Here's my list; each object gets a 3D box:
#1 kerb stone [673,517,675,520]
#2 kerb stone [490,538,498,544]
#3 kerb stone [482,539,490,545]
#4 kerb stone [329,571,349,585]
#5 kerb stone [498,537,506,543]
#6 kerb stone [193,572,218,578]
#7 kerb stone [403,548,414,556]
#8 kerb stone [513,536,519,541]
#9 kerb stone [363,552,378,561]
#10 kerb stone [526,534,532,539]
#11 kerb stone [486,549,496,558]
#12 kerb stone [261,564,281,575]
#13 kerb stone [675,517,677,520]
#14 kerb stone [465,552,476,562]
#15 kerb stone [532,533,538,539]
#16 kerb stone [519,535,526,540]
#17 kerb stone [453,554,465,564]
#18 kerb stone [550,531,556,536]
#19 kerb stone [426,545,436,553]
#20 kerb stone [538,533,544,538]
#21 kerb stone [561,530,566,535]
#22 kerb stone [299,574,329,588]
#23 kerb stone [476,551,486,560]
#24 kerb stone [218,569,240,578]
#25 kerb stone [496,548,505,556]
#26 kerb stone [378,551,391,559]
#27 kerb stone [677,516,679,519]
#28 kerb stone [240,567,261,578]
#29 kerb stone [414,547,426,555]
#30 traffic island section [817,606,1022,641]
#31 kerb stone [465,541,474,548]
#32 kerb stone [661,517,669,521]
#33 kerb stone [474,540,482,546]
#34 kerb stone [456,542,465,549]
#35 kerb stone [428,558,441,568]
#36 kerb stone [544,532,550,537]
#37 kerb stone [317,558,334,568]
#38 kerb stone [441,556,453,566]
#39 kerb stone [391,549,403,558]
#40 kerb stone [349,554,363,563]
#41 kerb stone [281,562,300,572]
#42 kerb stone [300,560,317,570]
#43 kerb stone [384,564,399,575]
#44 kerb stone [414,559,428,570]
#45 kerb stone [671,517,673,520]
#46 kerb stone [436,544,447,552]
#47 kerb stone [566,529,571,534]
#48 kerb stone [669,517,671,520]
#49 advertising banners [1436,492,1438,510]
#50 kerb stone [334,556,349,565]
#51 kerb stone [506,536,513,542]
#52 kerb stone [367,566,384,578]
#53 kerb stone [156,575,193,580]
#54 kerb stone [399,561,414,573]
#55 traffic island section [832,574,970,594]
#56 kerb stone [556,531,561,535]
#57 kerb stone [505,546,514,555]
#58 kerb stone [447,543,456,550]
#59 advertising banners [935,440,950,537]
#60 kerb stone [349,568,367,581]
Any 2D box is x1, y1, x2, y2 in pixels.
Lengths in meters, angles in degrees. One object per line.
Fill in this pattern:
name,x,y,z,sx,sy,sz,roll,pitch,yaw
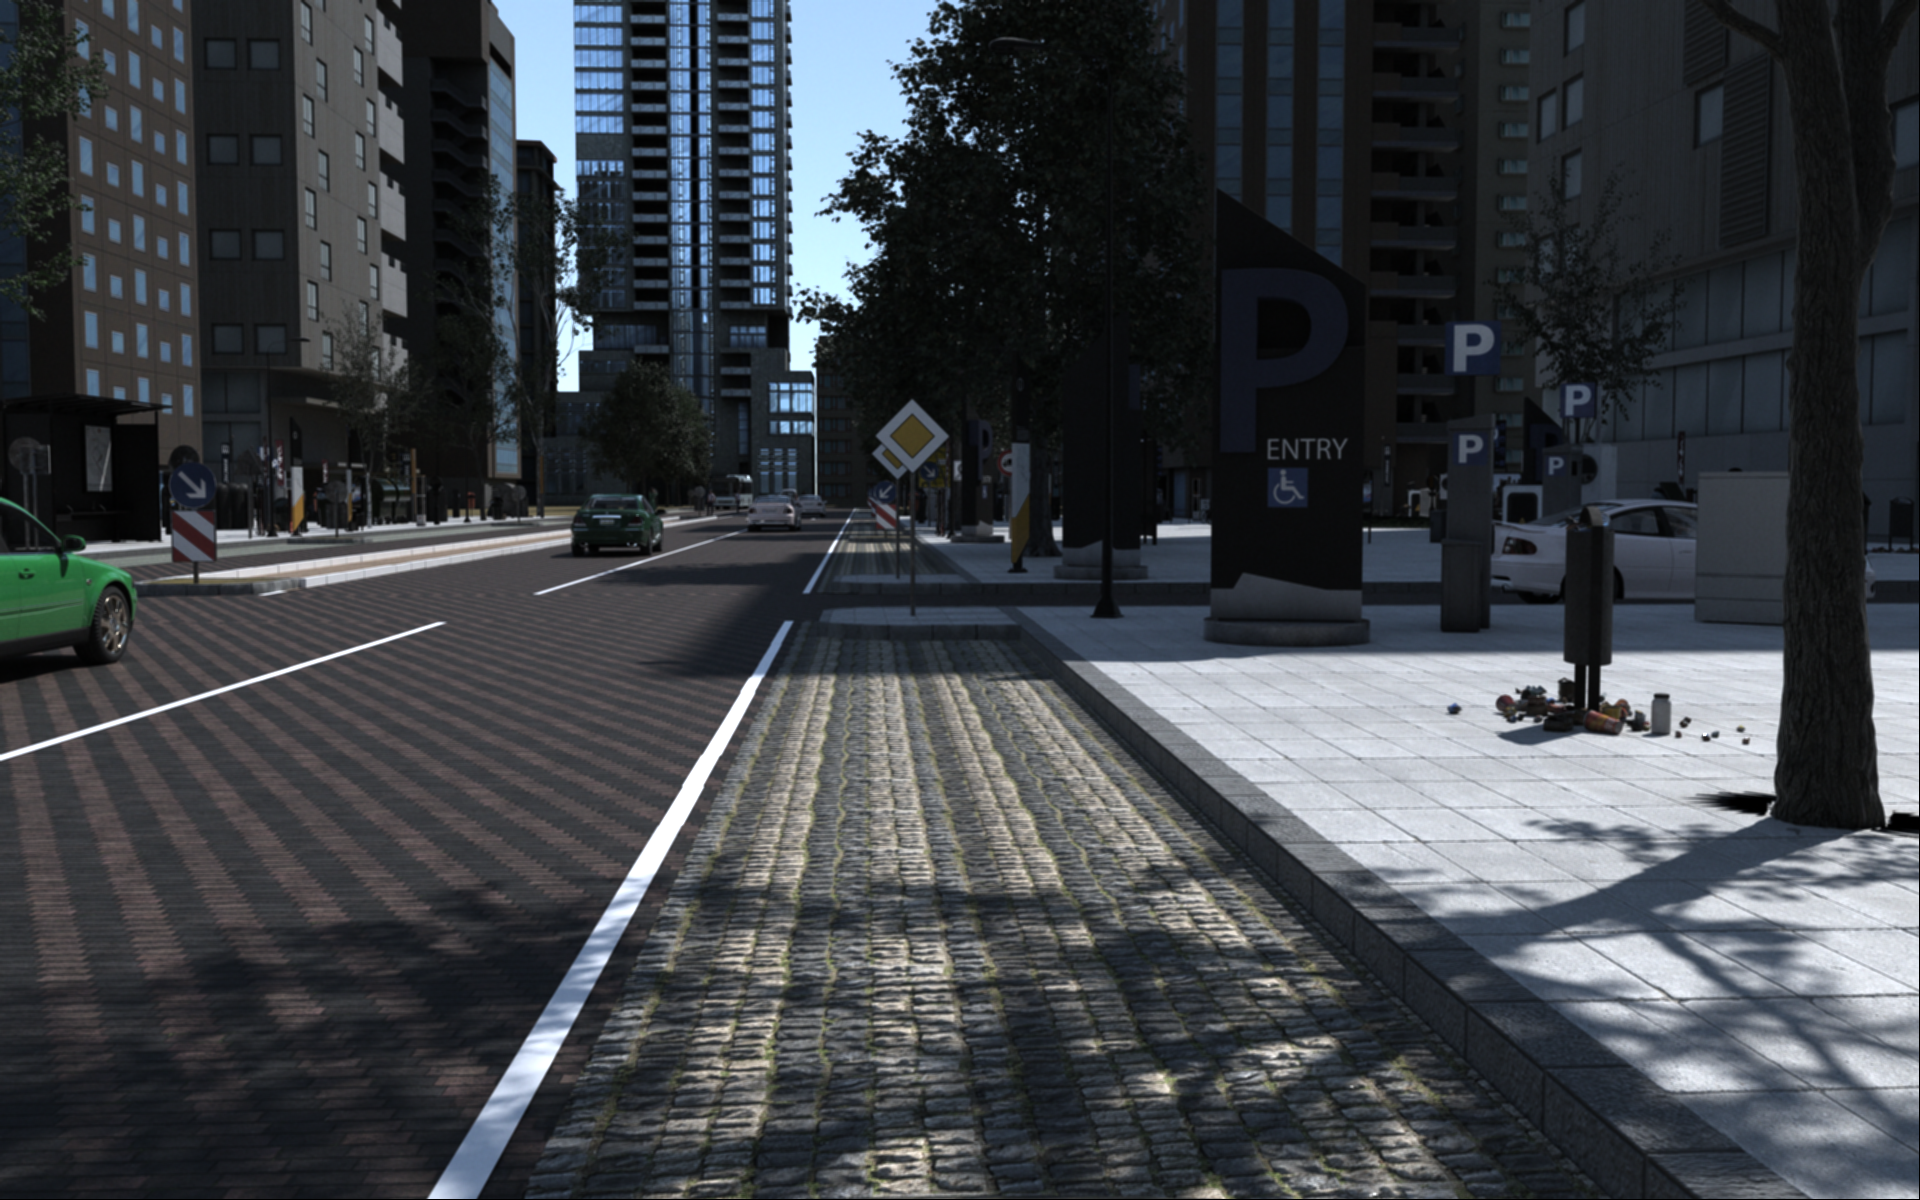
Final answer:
kerb stone,-15.926,-4.468,95.244,0.120,0.150,1.000,0,4,-3
kerb stone,-13.364,-1.649,49.208,0.120,0.150,1.000,0,4,-3
kerb stone,-13.310,-1.587,48.184,0.120,0.150,1.000,0,4,-3
kerb stone,-10.066,-0.343,27.808,0.120,0.150,1.000,0,4,-3
kerb stone,-13.418,-1.715,50.229,0.120,0.150,1.000,0,4,-3
kerb stone,-12.164,-0.336,27.706,0.120,0.150,1.000,0,4,-3
kerb stone,-12.854,-1.088,39.989,0.120,0.150,1.000,0,4,-3
kerb stone,-13.538,-1.836,52.270,0.120,0.150,1.000,0,4,-3
kerb stone,-12.669,-0.901,36.920,0.120,0.150,1.000,0,4,-3
kerb stone,-13.648,-1.964,54.311,0.120,0.150,1.000,0,4,-3
kerb stone,-10.696,-1.032,39.073,0.120,0.150,1.000,0,4,-3
kerb stone,-12.344,-0.518,30.768,0.120,0.150,1.000,0,4,-3
kerb stone,-15.976,-4.526,96.275,0.120,0.150,1.000,0,4,-3
kerb stone,-10.578,-0.907,37.018,0.120,0.150,1.000,0,4,-3
kerb stone,-13.704,-2.027,55.333,0.120,0.150,1.000,0,4,-3
kerb stone,-13.587,-1.895,53.291,0.120,0.150,1.000,0,4,-3
kerb stone,-10.520,-0.844,35.997,0.120,0.150,1.000,0,4,-3
kerb stone,-13.872,-2.209,58.403,0.120,0.150,1.000,0,4,-3
kerb stone,-12.965,-1.213,42.041,0.120,0.150,1.000,0,4,-3
kerb stone,-13.760,-2.088,56.361,0.120,0.150,1.000,0,4,-3
kerb stone,-13.984,-2.340,60.458,0.120,0.150,1.000,0,4,-3
kerb stone,-10.016,-0.281,26.787,0.120,0.150,1.000,0,4,-3
kerb stone,-10.635,-0.969,38.043,0.120,0.150,1.000,0,4,-3
kerb stone,-12.228,-0.393,28.727,0.120,0.150,1.000,0,4,-3
kerb stone,-10.757,-1.092,40.094,0.120,0.150,1.000,0,4,-3
kerb stone,-12.732,-0.963,37.948,0.120,0.150,1.000,0,4,-3
kerb stone,-16.027,-4.594,97.299,0.120,0.150,1.000,0,4,-3
kerb stone,-12.279,-0.462,29.747,0.120,0.150,1.000,0,4,-3
kerb stone,-12.901,-1.150,41.016,0.120,0.150,1.000,0,4,-3
traffic island section,-0.477,0.245,18.273,2.009,0.180,2.903,0,4,-3
kerb stone,-13.195,-1.465,46.140,0.120,0.150,1.000,0,4,-3
kerb stone,-15.748,-4.280,92.178,0.120,0.150,1.000,0,4,-3
kerb stone,-13.255,-1.527,47.164,0.120,0.150,1.000,0,4,-3
kerb stone,-13.136,-1.402,45.120,0.120,0.150,1.000,0,4,-3
kerb stone,-10.403,-0.718,33.943,0.120,0.150,1.000,0,4,-3
kerb stone,-13.818,-2.151,57.382,0.120,0.150,1.000,0,4,-3
kerb stone,-12.505,-0.711,33.837,0.120,0.150,1.000,0,4,-3
kerb stone,-10.464,-0.776,34.964,0.120,0.150,1.000,0,4,-3
kerb stone,-12.794,-1.026,38.968,0.120,0.150,1.000,0,4,-3
kerb stone,-12.624,-0.838,35.899,0.120,0.150,1.000,0,4,-3
kerb stone,-12.393,-0.587,31.794,0.120,0.150,1.000,0,4,-3
kerb stone,-12.449,-0.650,32.817,0.120,0.150,1.000,0,4,-3
kerb stone,-10.242,-0.531,30.870,0.120,0.150,1.000,0,4,-3
kerb stone,-10.354,-0.656,32.922,0.120,0.150,1.000,0,4,-3
kerb stone,-15.864,-4.405,94.223,0.120,0.150,1.000,0,4,-3
kerb stone,-13.013,-1.277,43.075,0.120,0.150,1.000,0,4,-3
kerb stone,-14.043,-2.399,61.480,0.120,0.150,1.000,0,4,-3
kerb stone,-15.802,-4.343,93.203,0.120,0.150,1.000,0,4,-3
advertising banners,27.766,-6.548,103.246,2.074,3.025,0.090,-1,4,-20
kerb stone,-12.562,-0.775,34.864,0.120,0.150,1.000,0,4,-3
kerb stone,-13.473,-1.776,51.250,0.120,0.150,1.000,0,4,-3
kerb stone,-10.178,-0.467,29.850,0.120,0.150,1.000,0,4,-3
kerb stone,-12.111,-0.273,26.675,0.120,0.150,1.000,0,4,-3
kerb stone,-10.298,-0.583,31.894,0.120,0.150,1.000,0,4,-3
traffic island section,-0.920,-0.242,26.245,2.009,0.180,2.903,0,4,-3
kerb stone,-13.929,-2.278,59.437,0.120,0.150,1.000,0,4,-3
kerb stone,-10.809,-1.157,41.115,0.120,0.150,1.000,0,4,-3
kerb stone,-13.081,-1.339,44.095,0.120,0.150,1.000,0,4,-3
advertising banners,-0.526,-3.420,52.112,0.090,3.025,2.074,-1,4,-11
kerb stone,-10.124,-0.402,28.830,0.120,0.150,1.000,0,4,-3
